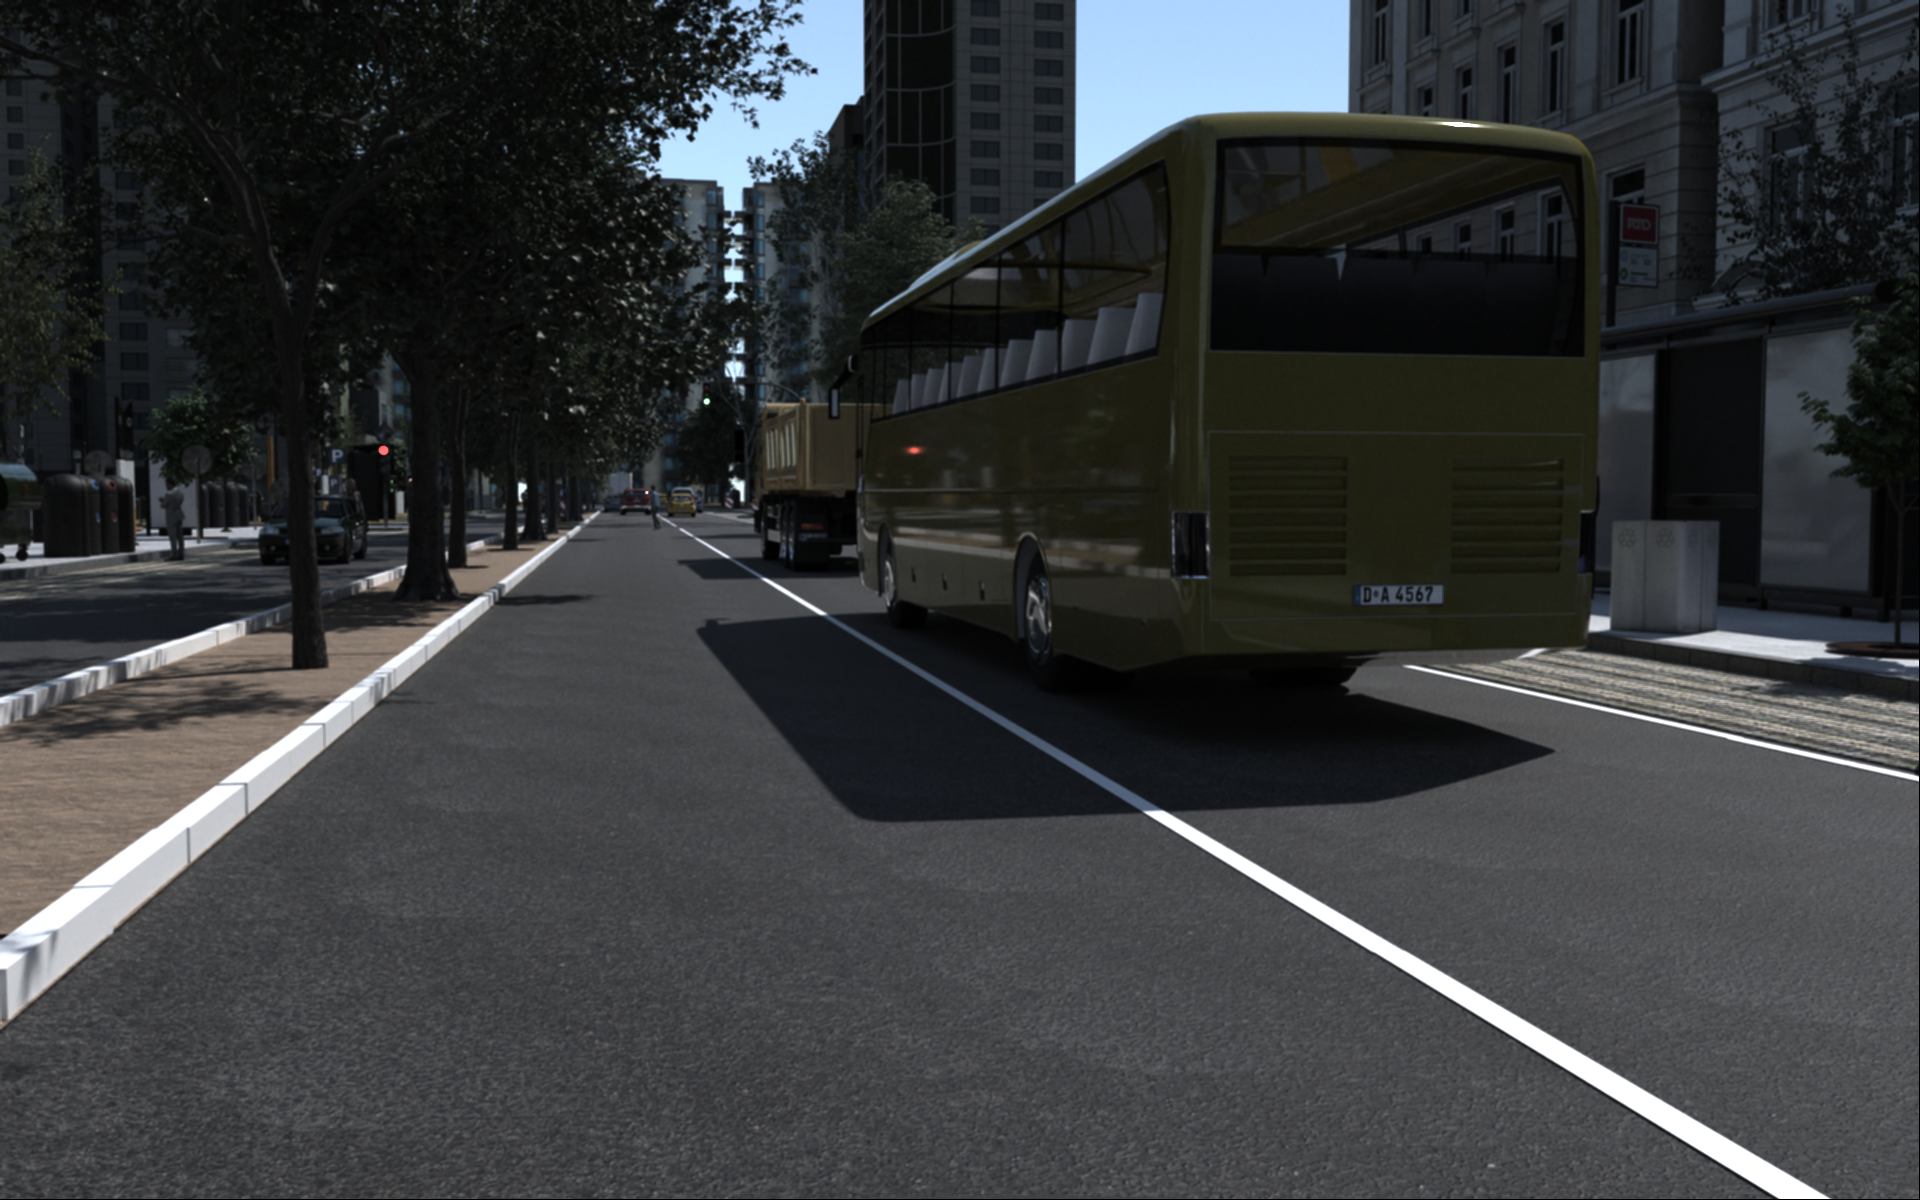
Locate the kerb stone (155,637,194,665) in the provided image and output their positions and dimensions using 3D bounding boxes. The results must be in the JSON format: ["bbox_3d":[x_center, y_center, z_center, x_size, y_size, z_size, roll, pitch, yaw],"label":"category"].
[{"bbox_3d":[-6.756,0.452,14.799,0.120,0.150,1.000,-1,4,-11],"label":"kerb stone"}]

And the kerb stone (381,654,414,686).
[{"bbox_3d":[-4.307,0.550,13.215,0.120,0.150,1.000,-1,4,-11],"label":"kerb stone"}]

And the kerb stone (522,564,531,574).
[{"bbox_3d":[-7.651,-0.497,30.323,0.120,0.150,1.000,-1,4,-11],"label":"kerb stone"}]

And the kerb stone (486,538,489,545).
[{"bbox_3d":[-13.235,-1.577,47.991,0.120,0.150,1.000,-1,4,-11],"label":"kerb stone"}]

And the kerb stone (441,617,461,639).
[{"bbox_3d":[-5.099,0.303,17.246,0.120,0.150,1.000,-1,4,-11],"label":"kerb stone"}]

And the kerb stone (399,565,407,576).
[{"bbox_3d":[-9.705,-0.467,29.873,0.120,0.150,1.000,-1,4,-11],"label":"kerb stone"}]

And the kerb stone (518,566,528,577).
[{"bbox_3d":[-7.453,-0.436,29.321,0.120,0.150,1.000,-1,4,-11],"label":"kerb stone"}]

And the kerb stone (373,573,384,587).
[{"bbox_3d":[-9.107,-0.286,26.866,0.120,0.150,1.000,-1,4,-11],"label":"kerb stone"}]

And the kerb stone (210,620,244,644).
[{"bbox_3d":[-7.150,0.329,16.811,0.120,0.150,1.000,-1,4,-11],"label":"kerb stone"}]

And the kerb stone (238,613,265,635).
[{"bbox_3d":[-7.343,0.270,17.815,0.120,0.150,1.000,-1,4,-11],"label":"kerb stone"}]

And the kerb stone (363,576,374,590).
[{"bbox_3d":[-8.917,-0.224,25.861,0.120,0.150,1.000,-1,4,-11],"label":"kerb stone"}]

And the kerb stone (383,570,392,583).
[{"bbox_3d":[-9.311,-0.342,27.867,0.120,0.150,1.000,-1,4,-11],"label":"kerb stone"}]

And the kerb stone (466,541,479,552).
[{"bbox_3d":[-12.647,-1.389,44.969,0.120,0.150,1.000,-1,4,-11],"label":"kerb stone"}]

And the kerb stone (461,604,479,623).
[{"bbox_3d":[-5.485,0.180,19.258,0.120,0.150,1.000,-1,4,-11],"label":"kerb stone"}]

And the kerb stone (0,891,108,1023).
[{"bbox_3d":[-2.731,1.042,5.161,0.120,0.150,1.000,-1,4,-11],"label":"kerb stone"}]

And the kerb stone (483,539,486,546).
[{"bbox_3d":[-13.030,-1.516,46.988,0.120,0.150,1.000,-1,4,-11],"label":"kerb stone"}]

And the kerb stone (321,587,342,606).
[{"bbox_3d":[-8.328,-0.040,22.845,0.120,0.150,1.000,-1,4,-11],"label":"kerb stone"}]

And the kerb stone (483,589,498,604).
[{"bbox_3d":[-6.078,-0.005,22.271,0.120,0.150,1.000,-1,4,-11],"label":"kerb stone"}]

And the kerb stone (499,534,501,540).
[{"bbox_3d":[-14.210,-1.885,53.011,0.120,0.150,1.000,-1,4,-11],"label":"kerb stone"}]

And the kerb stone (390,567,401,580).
[{"bbox_3d":[-9.491,-0.408,28.873,0.120,0.150,1.000,-1,4,-11],"label":"kerb stone"}]

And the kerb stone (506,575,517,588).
[{"bbox_3d":[-6.858,-0.250,26.296,0.120,0.150,1.000,-1,4,-11],"label":"kerb stone"}]

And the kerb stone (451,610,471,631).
[{"bbox_3d":[-5.289,0.241,18.255,0.120,0.150,1.000,-1,4,-11],"label":"kerb stone"}]

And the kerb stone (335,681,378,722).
[{"bbox_3d":[-3.915,0.672,11.205,0.120,0.150,1.000,-1,4,-11],"label":"kerb stone"}]

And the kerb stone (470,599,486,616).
[{"bbox_3d":[-5.682,0.120,20.266,0.120,0.150,1.000,-1,4,-11],"label":"kerb stone"}]

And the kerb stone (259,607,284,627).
[{"bbox_3d":[-7.537,0.207,18.819,0.120,0.150,1.000,-1,4,-11],"label":"kerb stone"}]

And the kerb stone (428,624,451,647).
[{"bbox_3d":[-4.906,0.364,16.243,0.120,0.150,1.000,-1,4,-11],"label":"kerb stone"}]

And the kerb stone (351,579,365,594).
[{"bbox_3d":[-8.718,-0.162,24.854,0.120,0.150,1.000,-1,4,-11],"label":"kerb stone"}]

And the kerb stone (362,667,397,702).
[{"bbox_3d":[-4.113,0.614,12.208,0.120,0.150,1.000,-1,4,-11],"label":"kerb stone"}]

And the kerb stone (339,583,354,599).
[{"bbox_3d":[-8.518,-0.101,23.852,0.120,0.150,1.000,-1,4,-11],"label":"kerb stone"}]

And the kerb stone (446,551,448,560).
[{"bbox_3d":[-11.467,-1.015,38.924,0.120,0.150,1.000,-1,4,-11],"label":"kerb stone"}]

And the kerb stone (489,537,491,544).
[{"bbox_3d":[-13.429,-1.639,48.999,0.120,0.150,1.000,-1,4,-11],"label":"kerb stone"}]

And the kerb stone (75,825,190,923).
[{"bbox_3d":[-2.936,0.981,6.162,0.120,0.150,1.000,-1,4,-11],"label":"kerb stone"}]

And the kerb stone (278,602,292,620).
[{"bbox_3d":[-7.735,0.148,19.822,0.120,0.150,1.000,-1,4,-11],"label":"kerb stone"}]

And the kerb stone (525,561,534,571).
[{"bbox_3d":[-7.839,-0.559,31.328,0.120,0.150,1.000,-1,4,-11],"label":"kerb stone"}]

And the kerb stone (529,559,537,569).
[{"bbox_3d":[-8.036,-0.619,32.331,0.120,0.150,1.000,-1,4,-11],"label":"kerb stone"}]

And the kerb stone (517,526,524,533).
[{"bbox_3d":[-16.965,-2.745,67.079,0.120,0.150,1.000,-1,4,-11],"label":"kerb stone"}]

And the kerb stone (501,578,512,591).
[{"bbox_3d":[-6.667,-0.189,25.292,0.120,0.150,1.000,-1,4,-11],"label":"kerb stone"}]

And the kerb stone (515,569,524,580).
[{"bbox_3d":[-7.255,-0.374,28.318,0.120,0.150,1.000,-1,4,-11],"label":"kerb stone"}]

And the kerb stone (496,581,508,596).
[{"bbox_3d":[-6.464,-0.128,24.290,0.120,0.150,1.000,-1,4,-11],"label":"kerb stone"}]

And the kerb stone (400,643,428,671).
[{"bbox_3d":[-4.506,0.492,14.223,0.120,0.150,1.000,-1,4,-11],"label":"kerb stone"}]

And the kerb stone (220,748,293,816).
[{"bbox_3d":[-3.322,0.857,8.180,0.120,0.150,1.000,-1,4,-11],"label":"kerb stone"}]

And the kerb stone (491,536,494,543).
[{"bbox_3d":[-13.623,-1.701,50.002,0.120,0.150,1.000,-1,4,-11],"label":"kerb stone"}]

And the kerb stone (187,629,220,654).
[{"bbox_3d":[-6.958,0.398,15.806,0.120,0.150,1.000,-1,4,-11],"label":"kerb stone"}]

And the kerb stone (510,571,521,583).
[{"bbox_3d":[-7.055,-0.312,27.299,0.120,0.150,1.000,-1,4,-11],"label":"kerb stone"}]

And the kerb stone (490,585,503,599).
[{"bbox_3d":[-6.279,-0.066,23.280,0.120,0.150,1.000,-1,4,-11],"label":"kerb stone"}]

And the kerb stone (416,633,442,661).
[{"bbox_3d":[-4.700,0.429,15.242,0.120,0.150,1.000,-1,4,-11],"label":"kerb stone"}]

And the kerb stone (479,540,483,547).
[{"bbox_3d":[-12.841,-1.453,45.975,0.120,0.150,1.000,-1,4,-11],"label":"kerb stone"}]

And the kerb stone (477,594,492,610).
[{"bbox_3d":[-5.875,0.057,21.270,0.120,0.150,1.000,-1,4,-11],"label":"kerb stone"}]

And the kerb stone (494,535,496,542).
[{"bbox_3d":[-13.829,-1.762,51.003,0.120,0.150,1.000,-1,4,-11],"label":"kerb stone"}]

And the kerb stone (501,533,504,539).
[{"bbox_3d":[-14.411,-1.946,54.013,0.120,0.150,1.000,-1,4,-11],"label":"kerb stone"}]

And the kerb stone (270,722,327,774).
[{"bbox_3d":[-3.524,0.805,9.191,0.120,0.150,1.000,-1,4,-11],"label":"kerb stone"}]

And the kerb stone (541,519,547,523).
[{"bbox_3d":[-20.797,-3.950,86.770,0.120,0.150,1.000,-1,4,-11],"label":"kerb stone"}]

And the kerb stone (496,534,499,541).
[{"bbox_3d":[-14.020,-1.823,52.007,0.120,0.150,1.000,-1,4,-11],"label":"kerb stone"}]

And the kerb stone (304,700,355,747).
[{"bbox_3d":[-3.717,0.735,10.196,0.120,0.150,1.000,-1,4,-11],"label":"kerb stone"}]

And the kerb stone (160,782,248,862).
[{"bbox_3d":[-3.128,0.923,7.166,0.120,0.150,1.000,-1,4,-11],"label":"kerb stone"}]
